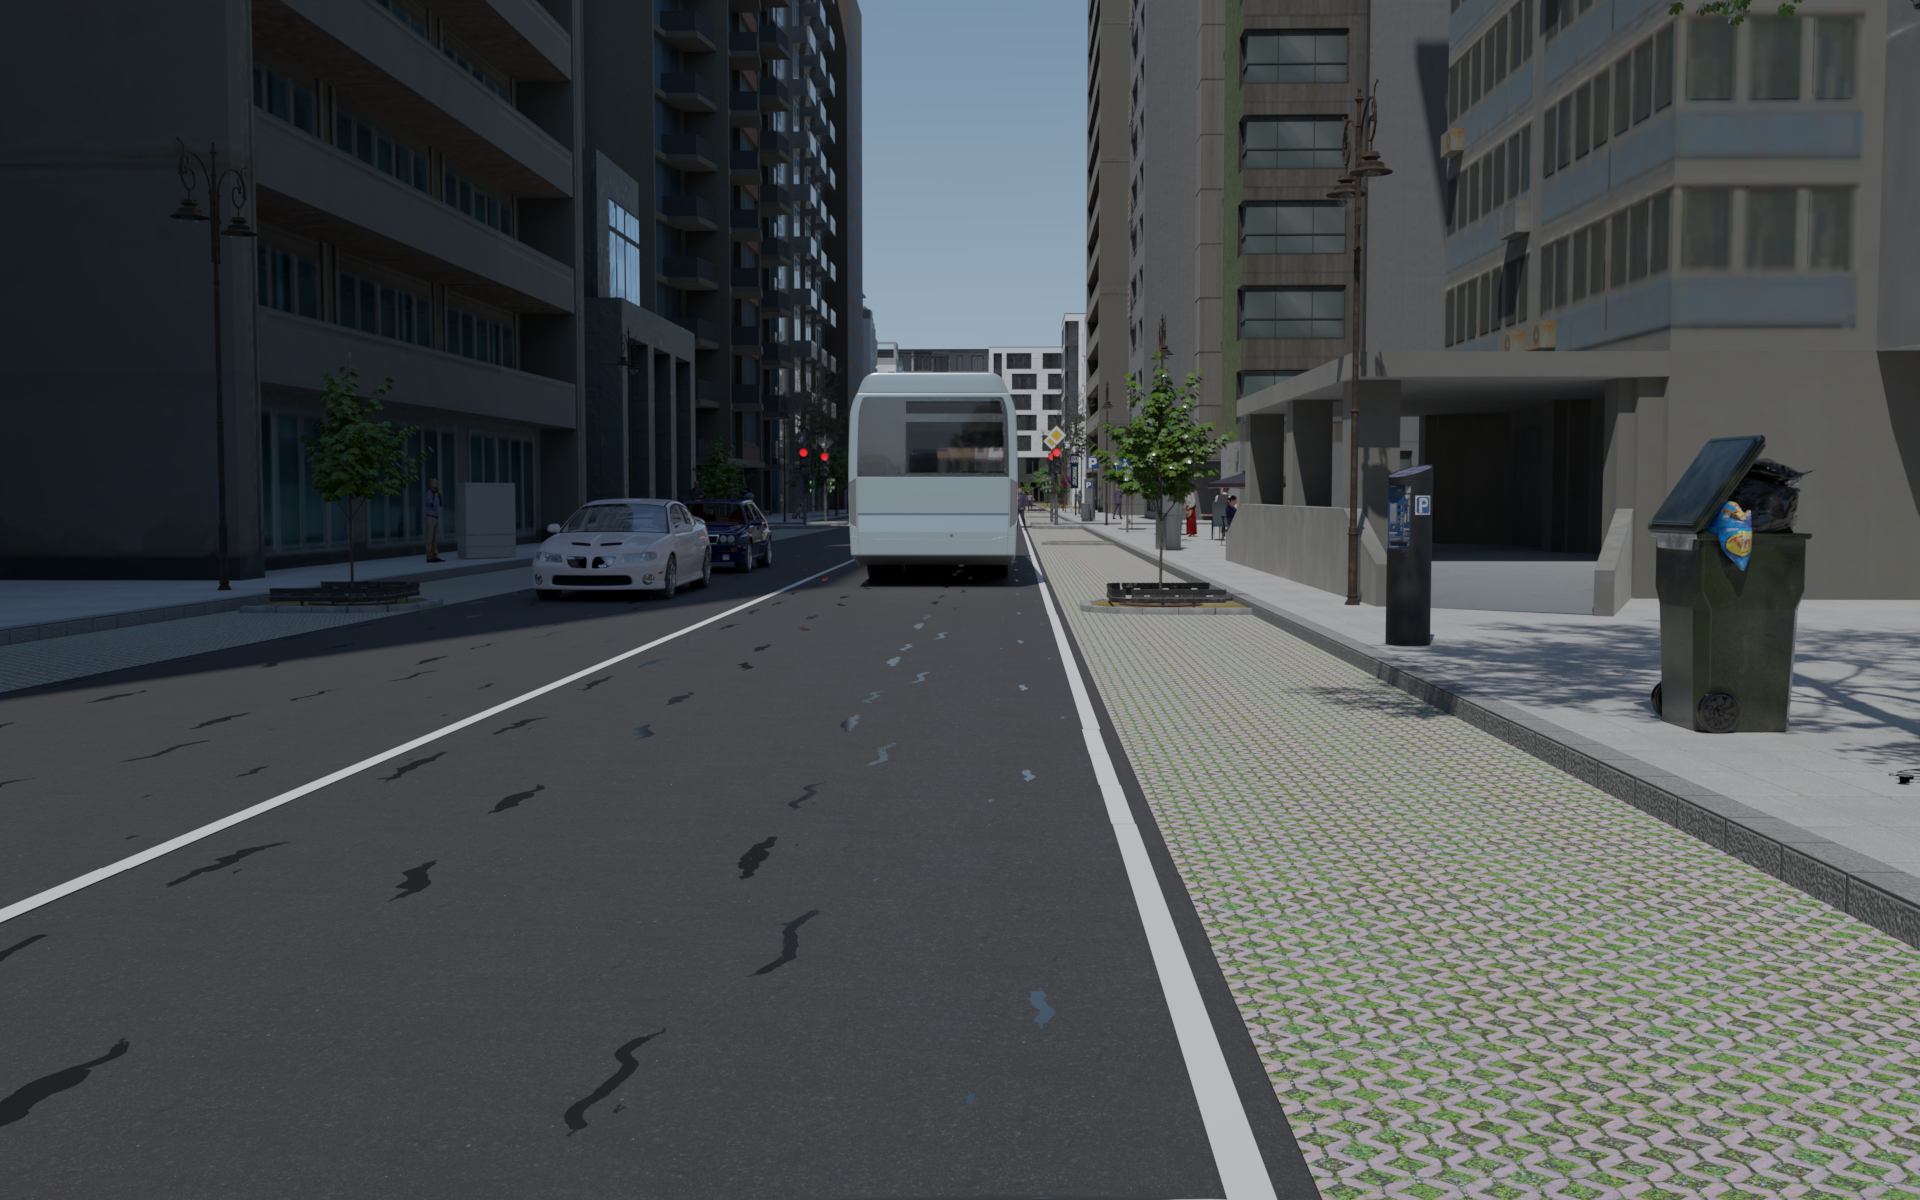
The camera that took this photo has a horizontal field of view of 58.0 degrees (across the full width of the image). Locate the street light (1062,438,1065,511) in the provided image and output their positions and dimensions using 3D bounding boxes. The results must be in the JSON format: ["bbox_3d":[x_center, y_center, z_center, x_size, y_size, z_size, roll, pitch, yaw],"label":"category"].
[{"bbox_3d":[7.677,-9.548,128.894,0.468,5.910,1.993,0,4,2],"label":"street light"}]

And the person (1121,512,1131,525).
[{"bbox_3d":[6.882,-3.382,71.813,0.381,0.543,0.357,1,4,13],"label":"person"}]

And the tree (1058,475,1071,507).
[{"bbox_3d":[9.735,-10.880,172.486,1.663,3.219,1.824,0,3,0],"label":"tree"}]

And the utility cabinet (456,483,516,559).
[{"bbox_3d":[-9.410,-1.573,34.395,0.318,1.500,1.173,3,5,39],"label":"utility cabinet"}]

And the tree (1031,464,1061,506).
[{"bbox_3d":[9.319,-12.363,185.851,4.285,4.588,4.351,0,3,0],"label":"tree"}]

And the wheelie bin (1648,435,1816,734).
[{"bbox_3d":[4.237,-0.101,9.554,0.693,1.594,0.980,0,4,-1],"label":"wheelie bin"}]

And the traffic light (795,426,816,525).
[{"bbox_3d":[-6.396,-5.047,71.434,0.839,4.253,0.868,0,4,2],"label":"traffic light"}]

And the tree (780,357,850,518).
[{"bbox_3d":[-7.940,-8.764,93.656,4.360,8.622,3.978,0,3,0],"label":"tree"}]

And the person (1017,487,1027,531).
[{"bbox_3d":[2.343,-3.586,68.043,0.541,1.710,0.530,2,4,33],"label":"person"}]

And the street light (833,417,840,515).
[{"bbox_3d":[-7.504,-8.065,104.652,0.468,5.910,1.993,0,4,2],"label":"street light"}]

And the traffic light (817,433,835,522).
[{"bbox_3d":[-6.157,-5.535,79.415,0.839,4.253,0.868,0,4,2],"label":"traffic light"}]

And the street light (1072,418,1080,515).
[{"bbox_3d":[6.944,-8.008,103.719,0.468,5.910,1.993,0,4,2],"label":"street light"}]

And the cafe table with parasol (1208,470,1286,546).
[{"bbox_3d":[7.330,-2.301,42.493,2.610,1.966,2.610,0,4,-2],"label":"cafe table with parasol"}]

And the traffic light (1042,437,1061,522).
[{"bbox_3d":[4.180,-5.517,79.123,0.839,4.253,0.868,0,4,2],"label":"traffic light"}]

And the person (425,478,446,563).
[{"bbox_3d":[-9.862,-1.493,32.509,0.319,1.574,0.516,1,4,9],"label":"person"}]

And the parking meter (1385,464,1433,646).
[{"bbox_3d":[3.820,-0.387,14.732,0.372,1.533,0.369,0,3,0],"label":"parking meter"}]

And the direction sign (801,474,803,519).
[{"bbox_3d":[-8.117,-5.987,89.886,0.379,3.537,0.876,0,4,2],"label":"direction sign"}]

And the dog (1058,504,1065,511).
[{"bbox_3d":[7.884,-7.194,134.447,0.406,0.507,0.540,3,5,43],"label":"dog"}]

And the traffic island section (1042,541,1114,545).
[{"bbox_3d":[3.311,-1.599,49.012,1.991,0.108,1.994,0,4,2],"label":"traffic island section"}]

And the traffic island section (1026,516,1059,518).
[{"bbox_3d":[4.960,-4.974,104.198,1.991,0.108,1.994,0,4,2],"label":"traffic island section"}]

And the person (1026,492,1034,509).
[{"bbox_3d":[6.174,-8.748,153.492,0.963,1.587,0.435,0,4,7],"label":"person"}]

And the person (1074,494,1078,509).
[{"bbox_3d":[10.229,-8.830,152.469,0.319,1.574,0.516,2,4,35],"label":"person"}]

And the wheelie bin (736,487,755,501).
[{"bbox_3d":[-9.800,-4.340,78.869,0.980,1.594,0.693,1,4,16],"label":"wheelie bin"}]

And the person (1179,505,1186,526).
[{"bbox_3d":[7.678,-3.359,61.093,0.598,1.807,0.434,2,4,32],"label":"person"}]

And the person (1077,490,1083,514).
[{"bbox_3d":[7.639,-6.221,109.963,0.429,1.552,0.499,2,4,31],"label":"person"}]

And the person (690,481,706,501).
[{"bbox_3d":[-9.055,-3.269,60.174,0.600,1.739,0.565,1,4,23],"label":"person"}]

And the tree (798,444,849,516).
[{"bbox_3d":[-7.651,-7.140,100.452,4.285,4.588,4.351,0,3,0],"label":"tree"}]

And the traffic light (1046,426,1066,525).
[{"bbox_3d":[3.941,-5.029,71.141,0.839,4.253,0.868,0,4,2],"label":"traffic light"}]

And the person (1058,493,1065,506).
[{"bbox_3d":[9.886,-9.969,169.565,1.217,1.766,0.721,-3,5,-42],"label":"person"}]

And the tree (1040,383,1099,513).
[{"bbox_3d":[7.402,-10.118,115.784,4.360,8.622,3.978,0,3,0],"label":"tree"}]

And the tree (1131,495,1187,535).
[{"bbox_3d":[6.678,-3.646,54.209,1.663,3.219,1.824,0,3,0],"label":"tree"}]

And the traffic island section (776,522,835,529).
[{"bbox_3d":[-6.436,-3.015,71.569,2.009,0.180,2.903,0,4,2],"label":"traffic island section"}]

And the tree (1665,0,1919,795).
[{"bbox_3d":[4.848,-4.982,7.216,9.928,11.665,9.643,0,3,0],"label":"tree"}]

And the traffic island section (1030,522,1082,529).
[{"bbox_3d":[3.981,-2.995,71.254,2.009,0.180,2.903,0,4,2],"label":"traffic island section"}]

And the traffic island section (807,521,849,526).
[{"bbox_3d":[-6.197,-3.503,79.551,2.009,0.180,2.903,0,4,2],"label":"traffic island section"}]

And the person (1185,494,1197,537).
[{"bbox_3d":[6.939,-2.659,51.990,0.387,1.526,0.523,0,4,-3],"label":"person"}]

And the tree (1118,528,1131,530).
[{"bbox_3d":[6.183,-4.145,62.370,1.663,3.219,1.824,0,3,0],"label":"tree"}]

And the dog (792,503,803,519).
[{"bbox_3d":[-8.445,-4.563,88.980,0.800,0.831,0.513,2,4,33],"label":"dog"}]

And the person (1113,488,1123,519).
[{"bbox_3d":[8.026,-4.935,87.650,0.530,1.710,0.541,-2,4,-28],"label":"person"}]
